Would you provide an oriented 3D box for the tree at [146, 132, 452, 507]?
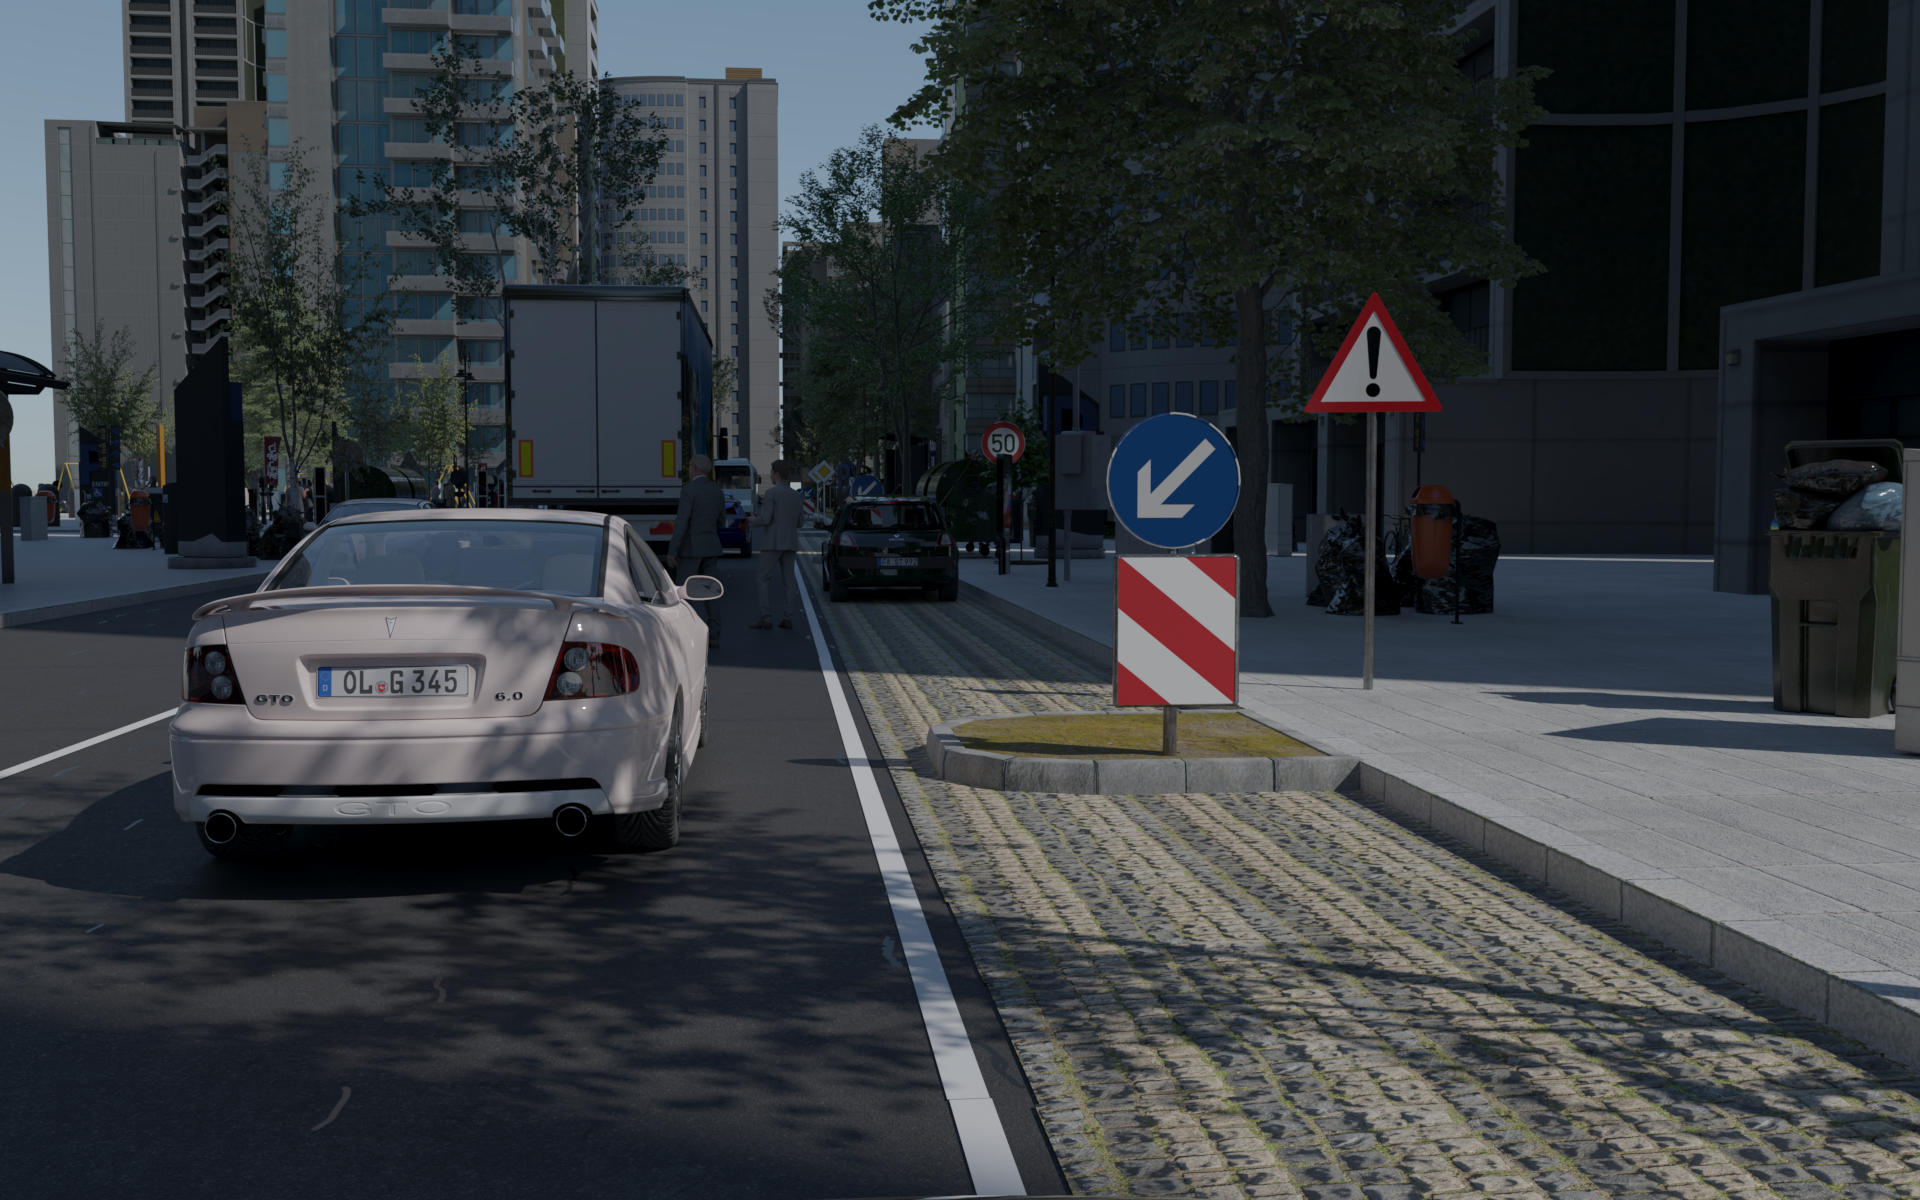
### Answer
[{"bbox_3d":[-13.672,-5.226,35.809,4.360,8.622,3.978,0,3,0],"label":"tree"}]

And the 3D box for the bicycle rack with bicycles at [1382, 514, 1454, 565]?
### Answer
[{"bbox_3d":[7.356,-1.022,30.096,2.852,0.926,2.925,1,4,12],"label":"bicycle rack with bicycles"}]

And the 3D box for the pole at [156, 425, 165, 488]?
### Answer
[{"bbox_3d":[-23.768,-3.529,51.538,0.158,3.312,0.155,0,3,0],"label":"pole"}]

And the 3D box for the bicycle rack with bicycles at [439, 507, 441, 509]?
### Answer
[{"bbox_3d":[-32.234,-5.536,103.893,2.852,0.926,2.925,1,4,23],"label":"bicycle rack with bicycles"}]

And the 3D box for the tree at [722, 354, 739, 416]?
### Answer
[{"bbox_3d":[-31.199,-20.937,198.209,12.611,20.169,13.585,0,3,0],"label":"tree"}]

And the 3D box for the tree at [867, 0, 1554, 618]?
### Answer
[{"bbox_3d":[2.655,-6.091,17.708,7.486,12.596,7.792,0,3,0],"label":"tree"}]

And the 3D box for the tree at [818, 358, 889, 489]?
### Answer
[{"bbox_3d":[-5.321,-8.406,87.806,4.360,8.622,3.978,0,3,0],"label":"tree"}]

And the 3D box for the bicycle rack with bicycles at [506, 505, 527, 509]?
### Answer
[{"bbox_3d":[-26.575,-5.347,100.801,2.852,0.926,2.925,-3,5,-42],"label":"bicycle rack with bicycles"}]

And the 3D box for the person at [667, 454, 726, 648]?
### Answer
[{"bbox_3d":[-2.509,-0.461,16.218,0.590,1.801,0.661,3,4,37],"label":"person"}]

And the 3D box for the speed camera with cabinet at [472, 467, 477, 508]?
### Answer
[{"bbox_3d":[-34.178,-7.844,122.585,0.660,3.252,2.038,0,4,-5],"label":"speed camera with cabinet"}]

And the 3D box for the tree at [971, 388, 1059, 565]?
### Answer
[{"bbox_3d":[1.002,-2.266,31.644,1.663,3.219,1.824,0,3,0],"label":"tree"}]

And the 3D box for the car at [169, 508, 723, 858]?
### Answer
[{"bbox_3d":[-2.197,0.250,8.282,2.083,1.381,4.827,0,4,-6],"label":"car"}]

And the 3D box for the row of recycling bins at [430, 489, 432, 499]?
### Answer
[{"bbox_3d":[-42.988,-7.900,136.275,3.534,1.692,1.069,-3,5,-42],"label":"row of recycling bins"}]

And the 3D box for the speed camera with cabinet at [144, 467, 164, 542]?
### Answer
[{"bbox_3d":[-20.767,-3.164,46.062,2.038,3.252,0.660,2,4,23],"label":"speed camera with cabinet"}]

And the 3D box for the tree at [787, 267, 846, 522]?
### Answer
[{"bbox_3d":[-4.194,-9.871,79.514,7.486,12.596,7.792,0,3,0],"label":"tree"}]

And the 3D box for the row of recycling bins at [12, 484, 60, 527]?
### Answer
[{"bbox_3d":[-37.203,-3.715,67.851,3.534,1.692,1.069,-1,4,-16],"label":"row of recycling bins"}]

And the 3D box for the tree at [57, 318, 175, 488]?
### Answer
[{"bbox_3d":[-36.178,-7.527,73.421,4.737,8.622,4.395,0,3,0],"label":"tree"}]

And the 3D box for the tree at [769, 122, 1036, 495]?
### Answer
[{"bbox_3d":[-1.708,-7.597,49.967,9.928,11.665,9.643,0,3,0],"label":"tree"}]

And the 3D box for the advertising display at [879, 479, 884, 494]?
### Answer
[{"bbox_3d":[-3.349,-4.128,72.700,0.974,1.923,0.123,-1,4,-9],"label":"advertising display"}]

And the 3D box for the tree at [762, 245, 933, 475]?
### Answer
[{"bbox_3d":[-8.109,-16.820,130.888,12.611,20.169,13.585,0,3,0],"label":"tree"}]

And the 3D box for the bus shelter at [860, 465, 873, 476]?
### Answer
[{"bbox_3d":[-7.107,-7.756,120.728,2.014,3.302,5.546,0,4,-6],"label":"bus shelter"}]

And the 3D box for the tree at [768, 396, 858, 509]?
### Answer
[{"bbox_3d":[-12.412,-13.308,151.996,8.767,10.594,7.601,-1,4,-13],"label":"tree"}]

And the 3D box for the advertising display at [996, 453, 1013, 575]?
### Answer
[{"bbox_3d":[0.713,-1.381,27.796,0.123,1.923,0.974,1,4,10],"label":"advertising display"}]

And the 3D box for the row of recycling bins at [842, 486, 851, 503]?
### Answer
[{"bbox_3d":[-4.578,-5.078,90.144,3.534,1.692,1.069,-2,4,-34],"label":"row of recycling bins"}]

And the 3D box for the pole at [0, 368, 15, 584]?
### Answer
[{"bbox_3d":[-13.692,-1.895,24.823,0.158,3.312,0.155,0,3,0],"label":"pole"}]

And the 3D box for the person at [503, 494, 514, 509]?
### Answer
[{"bbox_3d":[-18.686,-4.027,71.991,0.679,1.850,0.850,3,5,39],"label":"person"}]

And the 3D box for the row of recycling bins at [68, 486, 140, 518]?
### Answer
[{"bbox_3d":[-46.072,-5.273,93.327,3.534,1.692,1.069,-2,4,-29],"label":"row of recycling bins"}]

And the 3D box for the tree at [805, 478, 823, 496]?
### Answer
[{"bbox_3d":[-13.822,-10.557,167.200,1.663,3.219,1.824,0,3,0],"label":"tree"}]

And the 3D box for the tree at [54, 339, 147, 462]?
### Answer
[{"bbox_3d":[-41.281,-8.136,83.384,4.360,8.622,3.978,0,3,0],"label":"tree"}]

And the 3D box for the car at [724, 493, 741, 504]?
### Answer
[{"bbox_3d":[-11.066,-4.301,79.913,1.945,1.707,3.694,0,4,-7],"label":"car"}]

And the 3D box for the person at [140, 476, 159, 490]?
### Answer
[{"bbox_3d":[-22.755,-2.607,48.914,0.600,1.795,0.529,2,4,26],"label":"person"}]

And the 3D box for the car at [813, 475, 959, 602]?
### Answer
[{"bbox_3d":[-1.035,-0.886,24.280,2.009,1.686,4.222,0,4,-6],"label":"car"}]

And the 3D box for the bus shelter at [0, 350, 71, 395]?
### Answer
[{"bbox_3d":[-13.331,-1.707,21.828,2.014,3.302,5.546,0,4,-6],"label":"bus shelter"}]

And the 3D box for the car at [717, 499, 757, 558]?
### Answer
[{"bbox_3d":[-5.696,-1.691,40.233,1.945,1.354,3.894,0,4,-7],"label":"car"}]

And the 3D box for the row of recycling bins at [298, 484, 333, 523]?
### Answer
[{"bbox_3d":[-26.332,-4.018,72.803,3.534,1.692,1.069,1,4,9],"label":"row of recycling bins"}]

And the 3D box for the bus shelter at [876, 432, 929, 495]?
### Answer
[{"bbox_3d":[-2.302,-4.753,68.987,1.731,3.624,6.357,0,4,-6],"label":"bus shelter"}]

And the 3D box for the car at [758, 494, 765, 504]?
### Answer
[{"bbox_3d":[-24.531,-12.570,215.300,2.009,1.686,4.222,0,4,-6],"label":"car"}]

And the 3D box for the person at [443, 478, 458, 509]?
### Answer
[{"bbox_3d":[-16.553,-3.079,56.298,0.656,1.842,0.836,1,4,10],"label":"person"}]

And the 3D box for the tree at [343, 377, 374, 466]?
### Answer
[{"bbox_3d":[-36.250,-9.606,107.415,4.737,8.622,4.395,0,3,0],"label":"tree"}]

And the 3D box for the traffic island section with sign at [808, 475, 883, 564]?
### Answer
[{"bbox_3d":[-2.074,-1.671,35.950,1.989,1.847,2.006,0,4,-6],"label":"traffic island section with sign"}]

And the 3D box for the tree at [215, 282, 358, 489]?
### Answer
[{"bbox_3d":[-36.556,-10.687,92.863,7.486,12.596,7.792,0,3,0],"label":"tree"}]

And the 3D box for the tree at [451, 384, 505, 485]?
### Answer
[{"bbox_3d":[-32.389,-10.033,114.403,4.360,8.622,3.978,0,3,0],"label":"tree"}]

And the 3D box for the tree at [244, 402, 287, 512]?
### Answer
[{"bbox_3d":[-50.458,-10.700,125.300,4.737,8.622,4.395,0,3,0],"label":"tree"}]

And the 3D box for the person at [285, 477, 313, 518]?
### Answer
[{"bbox_3d":[-18.479,-2.575,48.499,0.716,1.782,0.532,-1,4,-9],"label":"person"}]

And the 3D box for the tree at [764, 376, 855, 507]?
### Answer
[{"bbox_3d":[-14.882,-16.373,178.068,12.009,13.543,11.850,0,3,0],"label":"tree"}]

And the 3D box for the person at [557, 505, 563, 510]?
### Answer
[{"bbox_3d":[-18.502,-4.502,79.755,0.635,1.810,0.391,-1,4,-19],"label":"person"}]

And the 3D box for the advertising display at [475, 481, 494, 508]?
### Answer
[{"bbox_3d":[-22.535,-4.701,82.070,0.974,1.923,0.123,1,4,18],"label":"advertising display"}]

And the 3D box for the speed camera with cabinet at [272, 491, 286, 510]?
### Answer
[{"bbox_3d":[-40.436,-6.704,103.945,0.660,3.252,2.038,1,4,17],"label":"speed camera with cabinet"}]

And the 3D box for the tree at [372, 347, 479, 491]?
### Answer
[{"bbox_3d":[-26.346,-8.365,87.134,4.737,8.622,4.395,0,3,0],"label":"tree"}]

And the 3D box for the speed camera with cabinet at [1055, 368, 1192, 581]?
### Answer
[{"bbox_3d":[2.368,-1.888,25.212,2.038,3.252,0.660,3,4,36],"label":"speed camera with cabinet"}]

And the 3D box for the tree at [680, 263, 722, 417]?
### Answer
[{"bbox_3d":[-23.614,-16.362,123.406,12.611,20.169,13.585,0,3,0],"label":"tree"}]

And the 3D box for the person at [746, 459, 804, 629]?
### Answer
[{"bbox_3d":[-1.994,-0.603,18.566,0.583,1.804,0.606,2,4,35],"label":"person"}]

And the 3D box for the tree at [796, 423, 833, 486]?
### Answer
[{"bbox_3d":[-13.041,-12.820,159.976,4.737,8.622,4.395,0,3,0],"label":"tree"}]

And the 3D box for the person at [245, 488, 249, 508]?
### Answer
[{"bbox_3d":[-20.959,-2.695,50.458,0.694,1.780,0.624,3,4,38],"label":"person"}]

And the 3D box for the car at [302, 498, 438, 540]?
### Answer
[{"bbox_3d":[-8.886,-0.874,26.652,2.083,1.381,4.827,0,4,-8],"label":"car"}]

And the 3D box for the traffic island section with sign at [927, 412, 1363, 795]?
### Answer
[{"bbox_3d":[0.850,-0.032,9.153,1.989,1.847,2.006,0,4,-6],"label":"traffic island section with sign"}]

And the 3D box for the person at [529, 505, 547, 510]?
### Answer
[{"bbox_3d":[-11.156,-2.289,45.944,0.581,1.822,0.654,2,4,30],"label":"person"}]

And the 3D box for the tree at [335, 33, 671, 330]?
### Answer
[{"bbox_3d":[-18.970,-13.274,72.926,12.611,20.169,13.585,0,3,0],"label":"tree"}]

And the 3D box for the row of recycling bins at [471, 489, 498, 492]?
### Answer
[{"bbox_3d":[-35.234,-7.553,130.612,3.534,1.692,1.069,-2,4,-34],"label":"row of recycling bins"}]

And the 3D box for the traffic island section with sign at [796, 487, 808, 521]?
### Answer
[{"bbox_3d":[-8.123,-5.065,91.433,1.989,1.847,2.006,0,4,-6],"label":"traffic island section with sign"}]
